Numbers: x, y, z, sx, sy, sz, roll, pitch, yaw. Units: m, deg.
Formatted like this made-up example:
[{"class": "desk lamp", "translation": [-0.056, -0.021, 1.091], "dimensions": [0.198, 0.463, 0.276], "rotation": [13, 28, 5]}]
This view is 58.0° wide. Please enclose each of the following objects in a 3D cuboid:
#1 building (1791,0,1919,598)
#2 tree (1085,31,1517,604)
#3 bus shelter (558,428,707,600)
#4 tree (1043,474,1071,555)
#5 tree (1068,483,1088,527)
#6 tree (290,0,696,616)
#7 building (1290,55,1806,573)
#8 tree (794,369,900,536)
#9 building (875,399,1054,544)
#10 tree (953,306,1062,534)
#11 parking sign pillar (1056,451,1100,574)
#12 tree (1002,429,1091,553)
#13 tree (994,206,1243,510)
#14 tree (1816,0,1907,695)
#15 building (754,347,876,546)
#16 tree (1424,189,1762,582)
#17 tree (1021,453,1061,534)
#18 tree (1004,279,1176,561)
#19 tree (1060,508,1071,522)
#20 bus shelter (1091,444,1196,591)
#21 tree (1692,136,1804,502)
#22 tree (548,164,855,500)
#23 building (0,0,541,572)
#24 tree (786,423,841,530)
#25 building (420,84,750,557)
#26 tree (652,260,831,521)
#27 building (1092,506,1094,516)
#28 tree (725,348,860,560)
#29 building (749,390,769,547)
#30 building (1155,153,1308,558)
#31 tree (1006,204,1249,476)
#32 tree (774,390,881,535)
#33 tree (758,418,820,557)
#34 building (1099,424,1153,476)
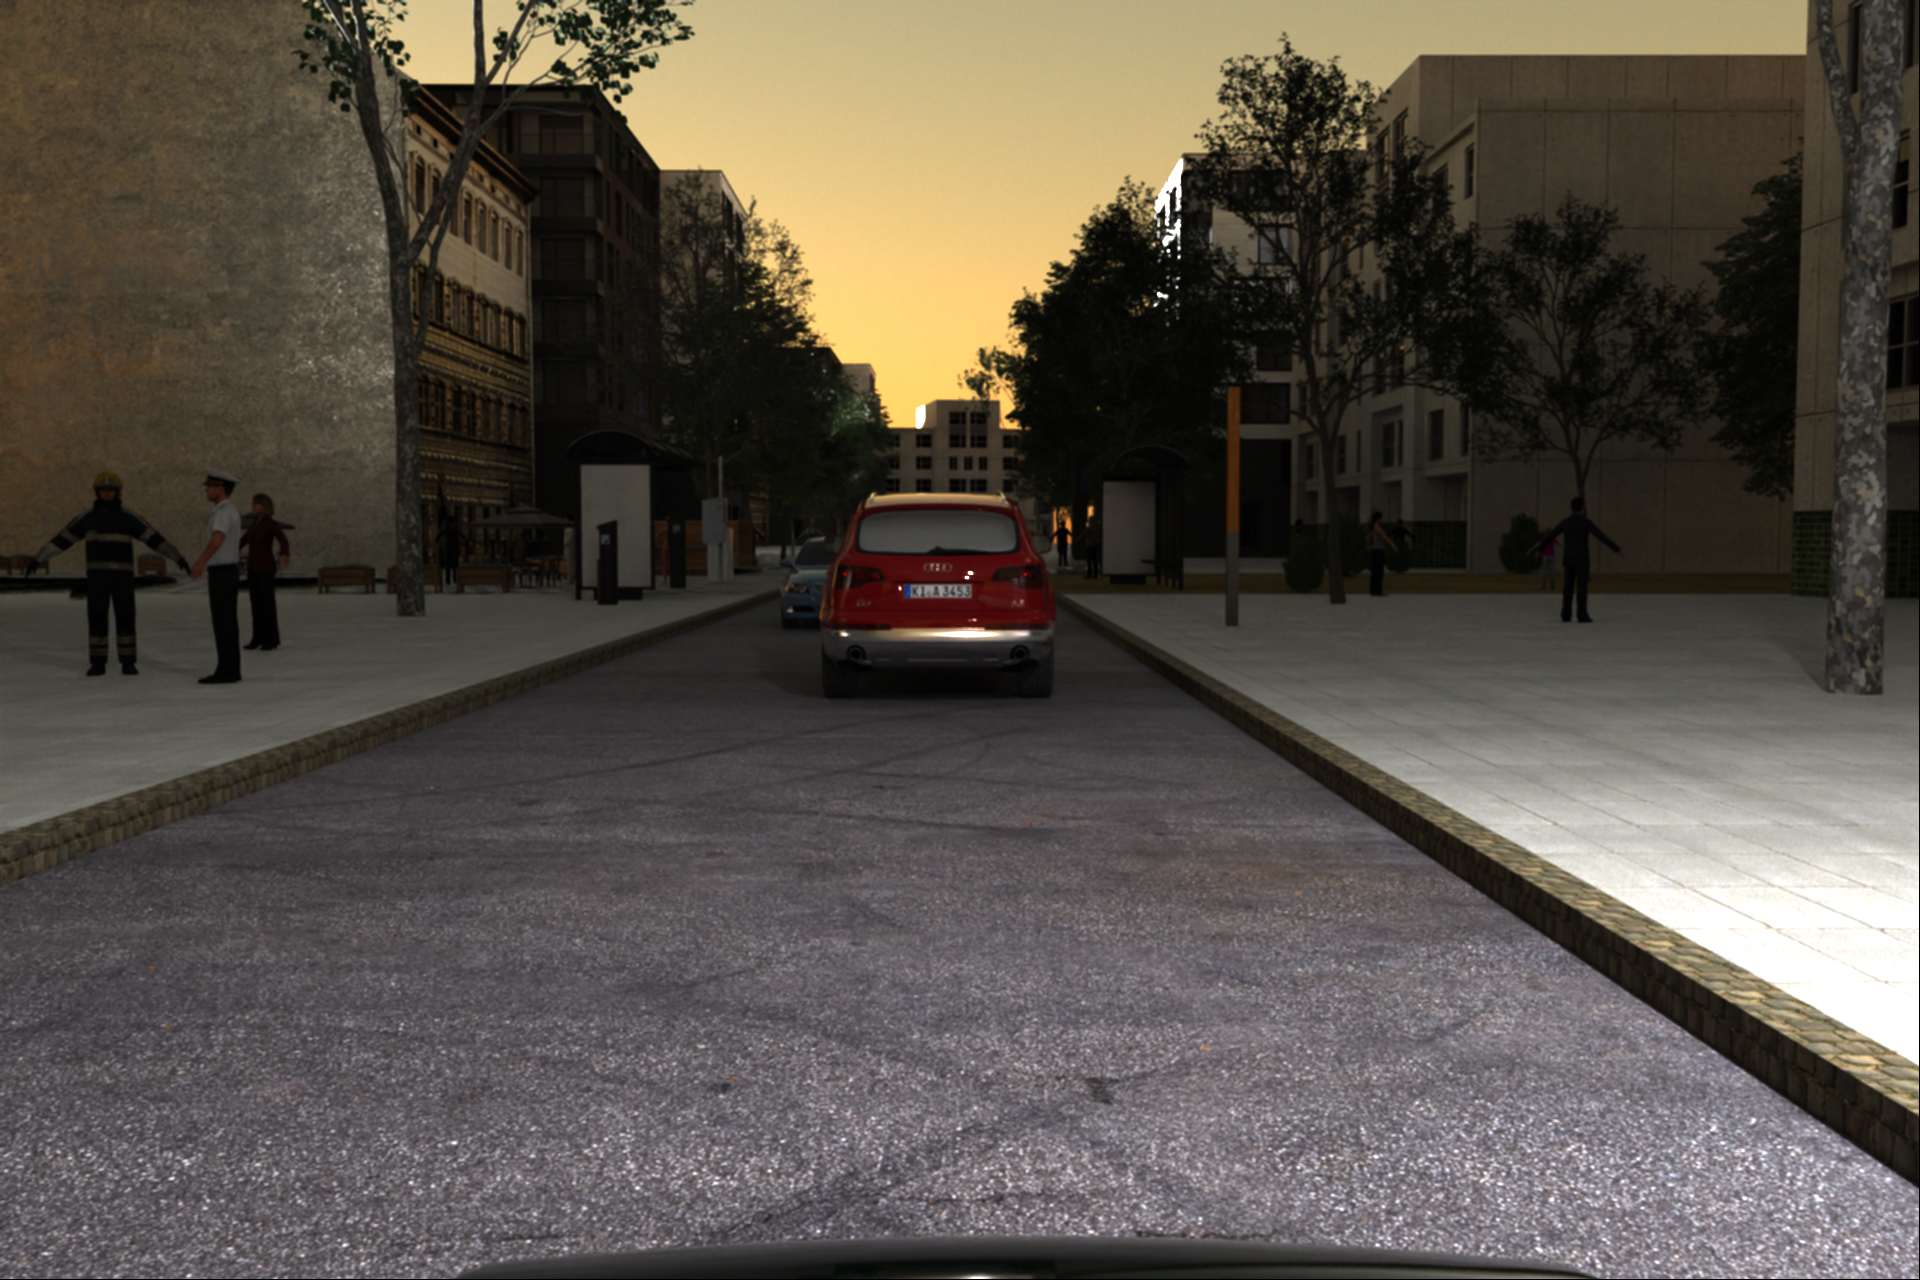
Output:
[{"class": "building", "translation": [25.746, -9.384, 19.889], "dimensions": [16.747, 18.905, 31.486], "rotation": [0, 3, 0]}, {"class": "tree", "translation": [6.825, -5.970, 32.017], "dimensions": [8.767, 10.594, 7.601], "rotation": [-2, 4, -32]}, {"class": "bus shelter", "translation": [-6.682, -2.575, 36.021], "dimensions": [2.014, 3.302, 5.546], "rotation": [0, 4, 1]}, {"class": "tree", "translation": [5.967, -9.401, 104.069], "dimensions": [4.360, 8.622, 3.978], "rotation": [0, 3, 0]}, {"class": "tree", "translation": [6.120, -8.688, 92.405], "dimensions": [4.360, 8.622, 3.978], "rotation": [0, 3, 0]}, {"class": "tree", "translation": [-7.484, -10.388, 25.736], "dimensions": [12.611, 20.169, 13.585], "rotation": [0, 3, 0]}, {"class": "building", "translation": [25.323, -12.617, 72.742], "dimensions": [16.747, 18.905, 31.486], "rotation": [0, 3, 0]}, {"class": "tree", "translation": [-9.207, -13.796, 132.228], "dimensions": [9.857, 13.997, 8.962], "rotation": [0, 3, 0]}, {"class": "building", "translation": [-4.537, -22.337, 234.129], "dimensions": [31.486, 18.905, 16.747], "rotation": [-1, 4, -10]}, {"class": "tree", "translation": [5.736, -17.348, 139.531], "dimensions": [12.611, 20.169, 13.585], "rotation": [0, 3, 0]}, {"class": "parking sign pillar", "translation": [3.821, -4.105, 55.595], "dimensions": [1.447, 3.967, 1.447], "rotation": [0, 4, 0]}, {"class": "tree", "translation": [6.332, -11.123, 116.270], "dimensions": [7.601, 10.594, 8.767], "rotation": [0, 4, -6]}, {"class": "tree", "translation": [6.390, -9.844, 67.607], "dimensions": [9.857, 13.997, 8.962], "rotation": [0, 3, 0]}, {"class": "tree", "translation": [8.655, -9.609, 12.997], "dimensions": [12.611, 20.169, 13.585], "rotation": [0, 3, 0]}, {"class": "building", "translation": [-24.701, -22.113, 205.520], "dimensions": [27.936, 21.610, 32.646], "rotation": [0, 3, 0]}, {"class": "tree", "translation": [16.742, -6.834, 46.156], "dimensions": [8.767, 10.594, 7.601], "rotation": [1, 4, 10]}, {"class": "tree", "translation": [5.571, -10.601, 123.687], "dimensions": [4.360, 8.622, 3.978], "rotation": [0, 3, 0]}, {"class": "tree", "translation": [6.713, -10.784, 82.981], "dimensions": [9.857, 13.997, 8.962], "rotation": [0, 3, 0]}, {"class": "tree", "translation": [15.286, -17.293, 233.101], "dimensions": [4.737, 8.622, 4.395], "rotation": [0, 3, 0]}, {"class": "bus shelter", "translation": [4.336, -2.924, 41.725], "dimensions": [2.014, 3.302, 5.546], "rotation": [0, 4, 1]}, {"class": "tree", "translation": [26.371, -8.795, 50.457], "dimensions": [9.857, 13.997, 8.962], "rotation": [0, 3, 0]}, {"class": "tree", "translation": [-8.624, -9.071, 58.677], "dimensions": [12.009, 13.543, 11.850], "rotation": [0, 3, 0]}, {"class": "building", "translation": [-28.036, -14.454, 67.258], "dimensions": [19.493, 23.208, 18.063], "rotation": [0, 4, -1]}, {"class": "tree", "translation": [-8.748, -9.246, 101.539], "dimensions": [4.737, 8.622, 4.395], "rotation": [0, 3, 0]}, {"class": "building", "translation": [-27.292, -15.370, 95.280], "dimensions": [27.936, 21.610, 32.646], "rotation": [0, 4, -1]}, {"class": "tree", "translation": [-9.354, -9.419, 72.125], "dimensions": [7.486, 12.596, 7.792], "rotation": [0, 3, 0]}, {"class": "building", "translation": [21.069, -15.956, 203.032], "dimensions": [9.099, 9.664, 28.070], "rotation": [0, 4, 0]}, {"class": "tree", "translation": [-8.480, -9.271, 85.996], "dimensions": [7.601, 10.594, 8.767], "rotation": [-1, 4, -15]}, {"class": "building", "translation": [-29.809, -21.087, 175.699], "dimensions": [19.493, 23.208, 18.063], "rotation": [0, 4, 0]}, {"class": "building", "translation": [25.933, -16.245, 109.575], "dimensions": [27.936, 21.610, 32.646], "rotation": [0, 3, 0]}, {"class": "tree", "translation": [4.725, -7.040, 49.514], "dimensions": [7.601, 10.594, 8.767], "rotation": [1, 4, 11]}, {"class": "tree", "translation": [-8.843, -11.720, 117.376], "dimensions": [9.928, 11.665, 9.643], "rotation": [0, 3, 0]}, {"class": "tree", "translation": [-9.309, -8.890, 95.706], "dimensions": [4.737, 8.622, 4.395], "rotation": [0, 3, 0]}, {"class": "building", "translation": [24.296, -21.172, 177.090], "dimensions": [19.493, 23.208, 18.063], "rotation": [0, 3, 0]}]
